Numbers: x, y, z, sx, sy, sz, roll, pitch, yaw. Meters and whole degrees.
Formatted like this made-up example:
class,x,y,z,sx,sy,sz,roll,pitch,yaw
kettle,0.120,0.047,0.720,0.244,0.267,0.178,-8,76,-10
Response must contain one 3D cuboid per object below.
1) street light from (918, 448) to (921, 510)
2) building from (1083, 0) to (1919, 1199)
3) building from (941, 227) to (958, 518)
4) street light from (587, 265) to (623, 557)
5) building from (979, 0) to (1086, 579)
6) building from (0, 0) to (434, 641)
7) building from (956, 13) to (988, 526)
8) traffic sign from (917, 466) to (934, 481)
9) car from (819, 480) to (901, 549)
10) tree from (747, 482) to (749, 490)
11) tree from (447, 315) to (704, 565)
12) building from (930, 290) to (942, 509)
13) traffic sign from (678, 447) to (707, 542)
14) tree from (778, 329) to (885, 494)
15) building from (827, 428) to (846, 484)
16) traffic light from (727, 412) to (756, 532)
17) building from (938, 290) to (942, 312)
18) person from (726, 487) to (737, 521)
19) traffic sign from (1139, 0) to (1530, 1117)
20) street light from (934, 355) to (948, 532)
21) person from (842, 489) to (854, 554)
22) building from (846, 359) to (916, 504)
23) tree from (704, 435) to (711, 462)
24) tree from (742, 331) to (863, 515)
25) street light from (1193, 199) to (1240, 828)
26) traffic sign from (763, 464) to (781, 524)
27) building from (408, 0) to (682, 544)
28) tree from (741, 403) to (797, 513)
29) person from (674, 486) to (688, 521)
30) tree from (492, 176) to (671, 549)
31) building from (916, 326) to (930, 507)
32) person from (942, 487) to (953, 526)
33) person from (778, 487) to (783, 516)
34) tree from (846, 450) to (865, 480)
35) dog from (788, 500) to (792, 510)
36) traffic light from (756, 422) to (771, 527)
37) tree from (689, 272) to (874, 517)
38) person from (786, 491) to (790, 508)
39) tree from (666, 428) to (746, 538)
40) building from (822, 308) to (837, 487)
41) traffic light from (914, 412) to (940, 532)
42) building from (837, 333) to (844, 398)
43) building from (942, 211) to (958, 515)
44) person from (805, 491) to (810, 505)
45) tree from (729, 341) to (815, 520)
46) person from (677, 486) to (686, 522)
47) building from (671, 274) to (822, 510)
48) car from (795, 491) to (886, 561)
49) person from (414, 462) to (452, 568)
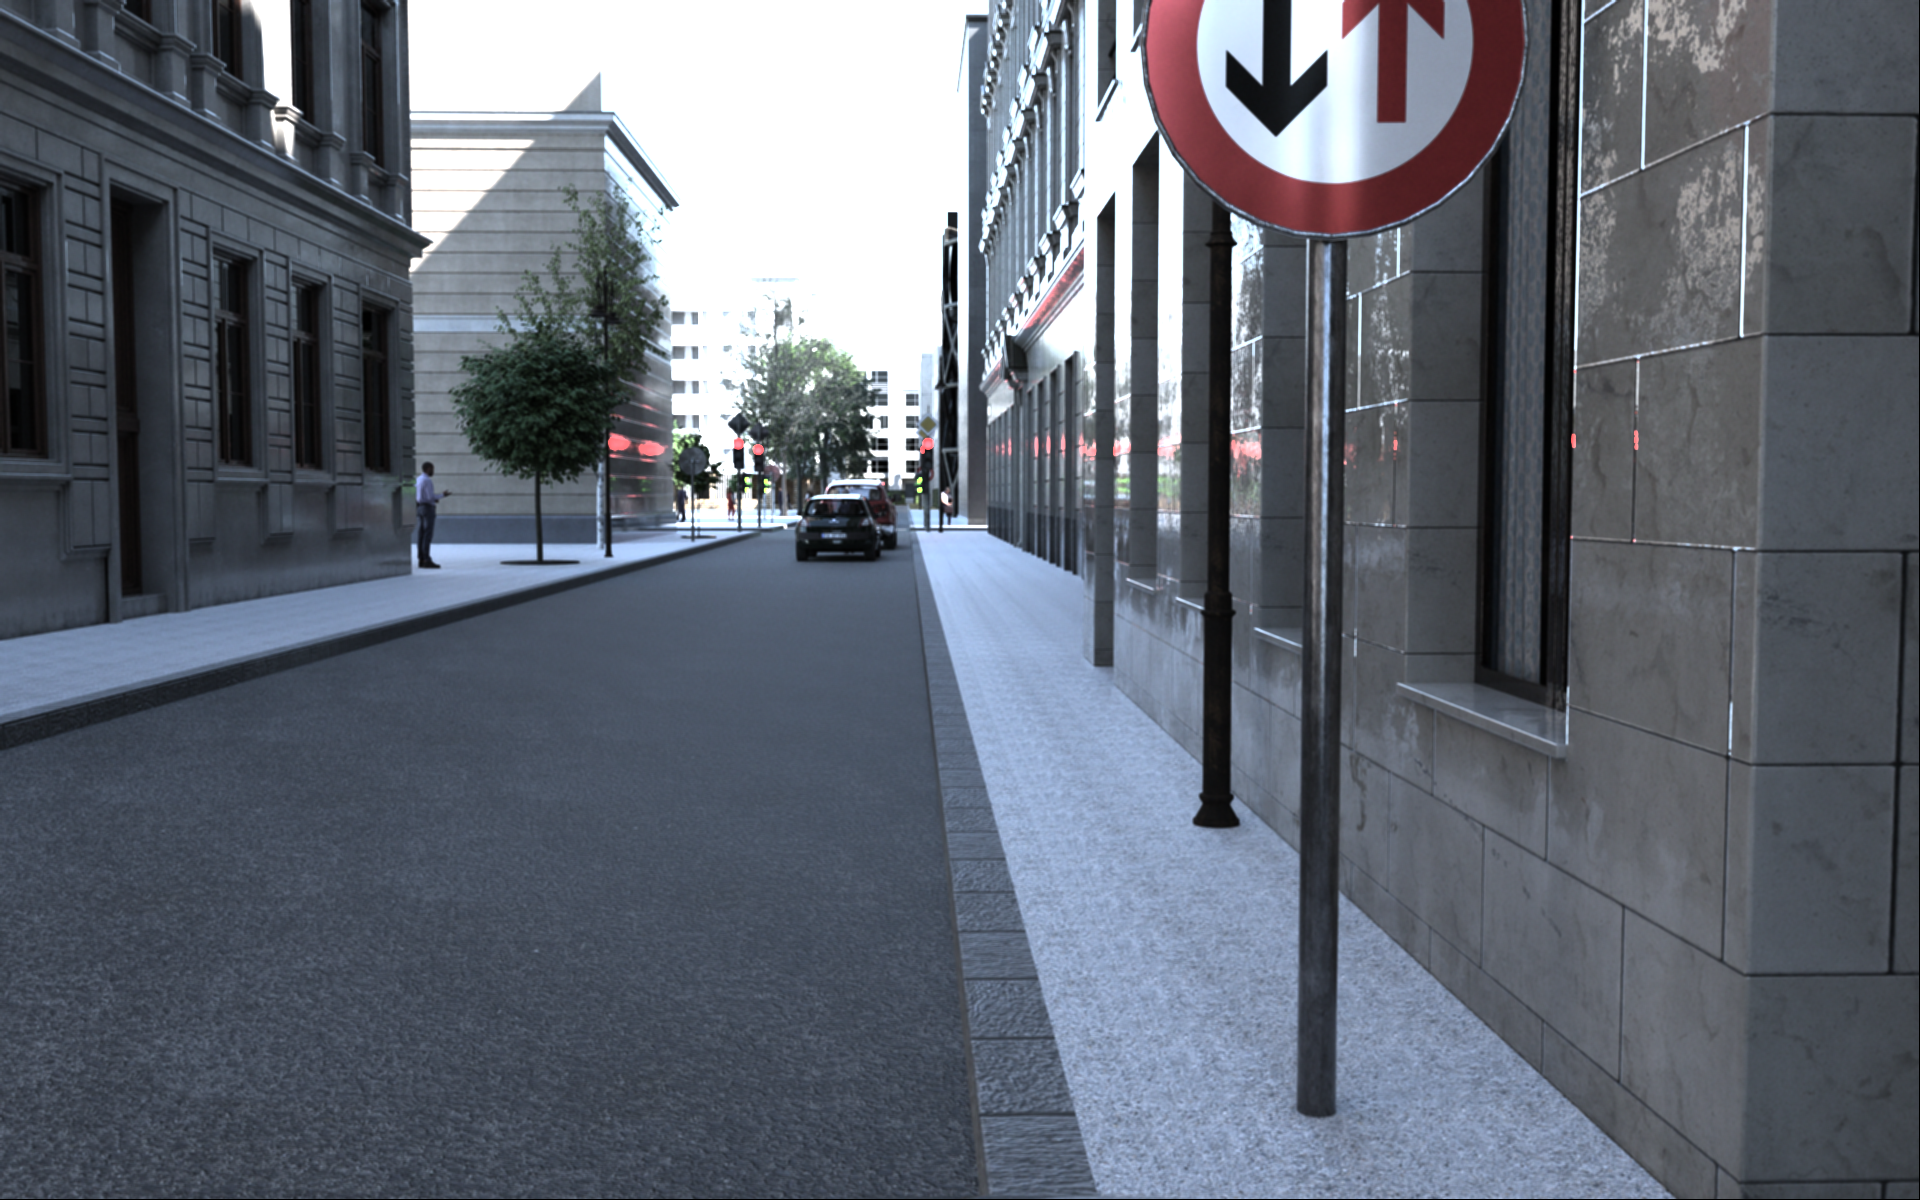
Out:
class,x,y,z,sx,sy,sz,roll,pitch,yaw
street light,-3.247,-10.287,140.982,0.468,5.910,1.993,0,4,-2
building,6.423,-9.180,4.843,10.420,20.320,16.860,0,4,-2
building,7.332,-14.113,98.197,16.820,18.784,16.811,0,4,-2
street light,-7.172,-3.816,35.173,0.468,5.910,1.993,0,4,-2
building,9.438,-15.851,35.580,17.030,29.872,44.131,0,4,-2
building,-13.431,-11.073,17.197,11.583,22.565,21.152,0,4,-2
building,15.038,-15.636,74.720,30.058,24.678,14.314,0,4,-2
traffic sign,-1.523,-4.647,76.085,0.768,2.556,0.104,0,4,6
car,-2.727,-2.311,46.451,2.281,1.827,5.304,0,4,-1
tree,-15.544,-7.755,121.392,1.663,3.219,1.824,0,3,0
tree,-7.710,-2.952,31.977,4.285,4.588,4.351,0,3,0
building,6.104,-17.896,159.050,16.747,18.905,31.486,0,4,-2
traffic sign,-7.222,-2.854,46.762,0.768,2.556,0.104,0,4,1
tree,-10.520,-13.808,132.414,9.857,13.997,8.962,0,3,0
building,-16.300,-14.550,180.044,9.099,9.664,28.070,0,4,-2
traffic light,-7.462,-4.245,58.642,0.839,4.213,0.868,0,4,-2
building,3.781,-16.352,131.975,10.561,19.102,19.286,0,4,-2
person,-10.844,-4.553,82.194,0.444,1.614,0.593,-1,4,-17
traffic sign,0.742,-0.209,3.526,0.768,2.556,0.104,0,4,2
street light,-0.642,-5.198,57.782,0.468,5.910,1.993,0,4,-2
person,-2.646,-1.883,41.502,0.569,1.553,0.471,3,5,42
building,-0.620,-22.541,235.010,31.486,18.905,16.747,0,4,-2
tree,-12.481,-5.639,75.918,4.285,4.588,4.351,0,3,0
tree,-9.998,-11.200,108.882,9.928,11.665,9.643,0,3,0
street light,0.997,-2.066,6.560,0.468,5.910,1.993,0,4,-2
traffic sign,-8.071,-4.536,74.267,0.768,2.556,0.104,0,4,-2
building,-18.900,-16.153,50.003,20.117,28.700,13.634,0,4,-2
tree,-12.786,-10.182,116.840,4.737,8.622,4.395,0,3,0
person,-13.498,-4.703,83.485,0.990,1.755,0.434,-3,5,-44
tree,-8.515,-5.502,40.313,4.737,8.622,4.395,0,3,0
building,3.932,-19.819,190.491,16.747,18.905,31.486,0,4,-2
person,-0.523,-3.718,69.051,0.614,1.554,0.590,-2,4,-28
person,-10.580,-5.861,102.787,0.541,1.710,0.530,-2,4,-35
tree,-12.680,-15.085,196.996,4.360,8.622,3.978,0,3,0
dog,-13.584,-7.640,139.295,0.800,0.831,0.513,-2,4,-31
traffic light,-7.711,-4.733,66.623,0.839,4.213,0.868,0,4,-2
tree,-9.941,-11.388,96.561,12.009,13.543,11.850,0,3,0
person,-10.955,-6.123,108.855,0.574,1.496,0.600,-1,4,-18
tree,-7.522,-3.426,50.609,1.663,3.219,1.824,0,3,0
building,-19.827,-18.525,159.303,16.016,20.091,11.380,0,4,-2
traffic light,-1.104,-4.258,58.855,0.839,4.213,0.868,0,4,-2
building,-19.644,-21.591,209.429,11.380,20.091,16.016,0,4,-2
building,5.095,-17.411,114.350,12.332,23.373,15.834,0,4,-2
person,-11.104,-7.216,126.487,0.387,1.526,0.523,1,4,22
tree,-9.353,-8.208,84.567,4.360,8.622,3.978,0,3,0
person,-12.799,-4.442,79.589,0.530,1.710,0.541,2,4,30
building,-20.352,-17.810,147.613,16.016,20.091,11.380,0,4,-2
car,-2.666,-1.754,38.463,2.009,1.686,4.222,0,4,0
person,-9.169,-1.482,30.141,0.599,1.838,0.709,-3,5,-42
